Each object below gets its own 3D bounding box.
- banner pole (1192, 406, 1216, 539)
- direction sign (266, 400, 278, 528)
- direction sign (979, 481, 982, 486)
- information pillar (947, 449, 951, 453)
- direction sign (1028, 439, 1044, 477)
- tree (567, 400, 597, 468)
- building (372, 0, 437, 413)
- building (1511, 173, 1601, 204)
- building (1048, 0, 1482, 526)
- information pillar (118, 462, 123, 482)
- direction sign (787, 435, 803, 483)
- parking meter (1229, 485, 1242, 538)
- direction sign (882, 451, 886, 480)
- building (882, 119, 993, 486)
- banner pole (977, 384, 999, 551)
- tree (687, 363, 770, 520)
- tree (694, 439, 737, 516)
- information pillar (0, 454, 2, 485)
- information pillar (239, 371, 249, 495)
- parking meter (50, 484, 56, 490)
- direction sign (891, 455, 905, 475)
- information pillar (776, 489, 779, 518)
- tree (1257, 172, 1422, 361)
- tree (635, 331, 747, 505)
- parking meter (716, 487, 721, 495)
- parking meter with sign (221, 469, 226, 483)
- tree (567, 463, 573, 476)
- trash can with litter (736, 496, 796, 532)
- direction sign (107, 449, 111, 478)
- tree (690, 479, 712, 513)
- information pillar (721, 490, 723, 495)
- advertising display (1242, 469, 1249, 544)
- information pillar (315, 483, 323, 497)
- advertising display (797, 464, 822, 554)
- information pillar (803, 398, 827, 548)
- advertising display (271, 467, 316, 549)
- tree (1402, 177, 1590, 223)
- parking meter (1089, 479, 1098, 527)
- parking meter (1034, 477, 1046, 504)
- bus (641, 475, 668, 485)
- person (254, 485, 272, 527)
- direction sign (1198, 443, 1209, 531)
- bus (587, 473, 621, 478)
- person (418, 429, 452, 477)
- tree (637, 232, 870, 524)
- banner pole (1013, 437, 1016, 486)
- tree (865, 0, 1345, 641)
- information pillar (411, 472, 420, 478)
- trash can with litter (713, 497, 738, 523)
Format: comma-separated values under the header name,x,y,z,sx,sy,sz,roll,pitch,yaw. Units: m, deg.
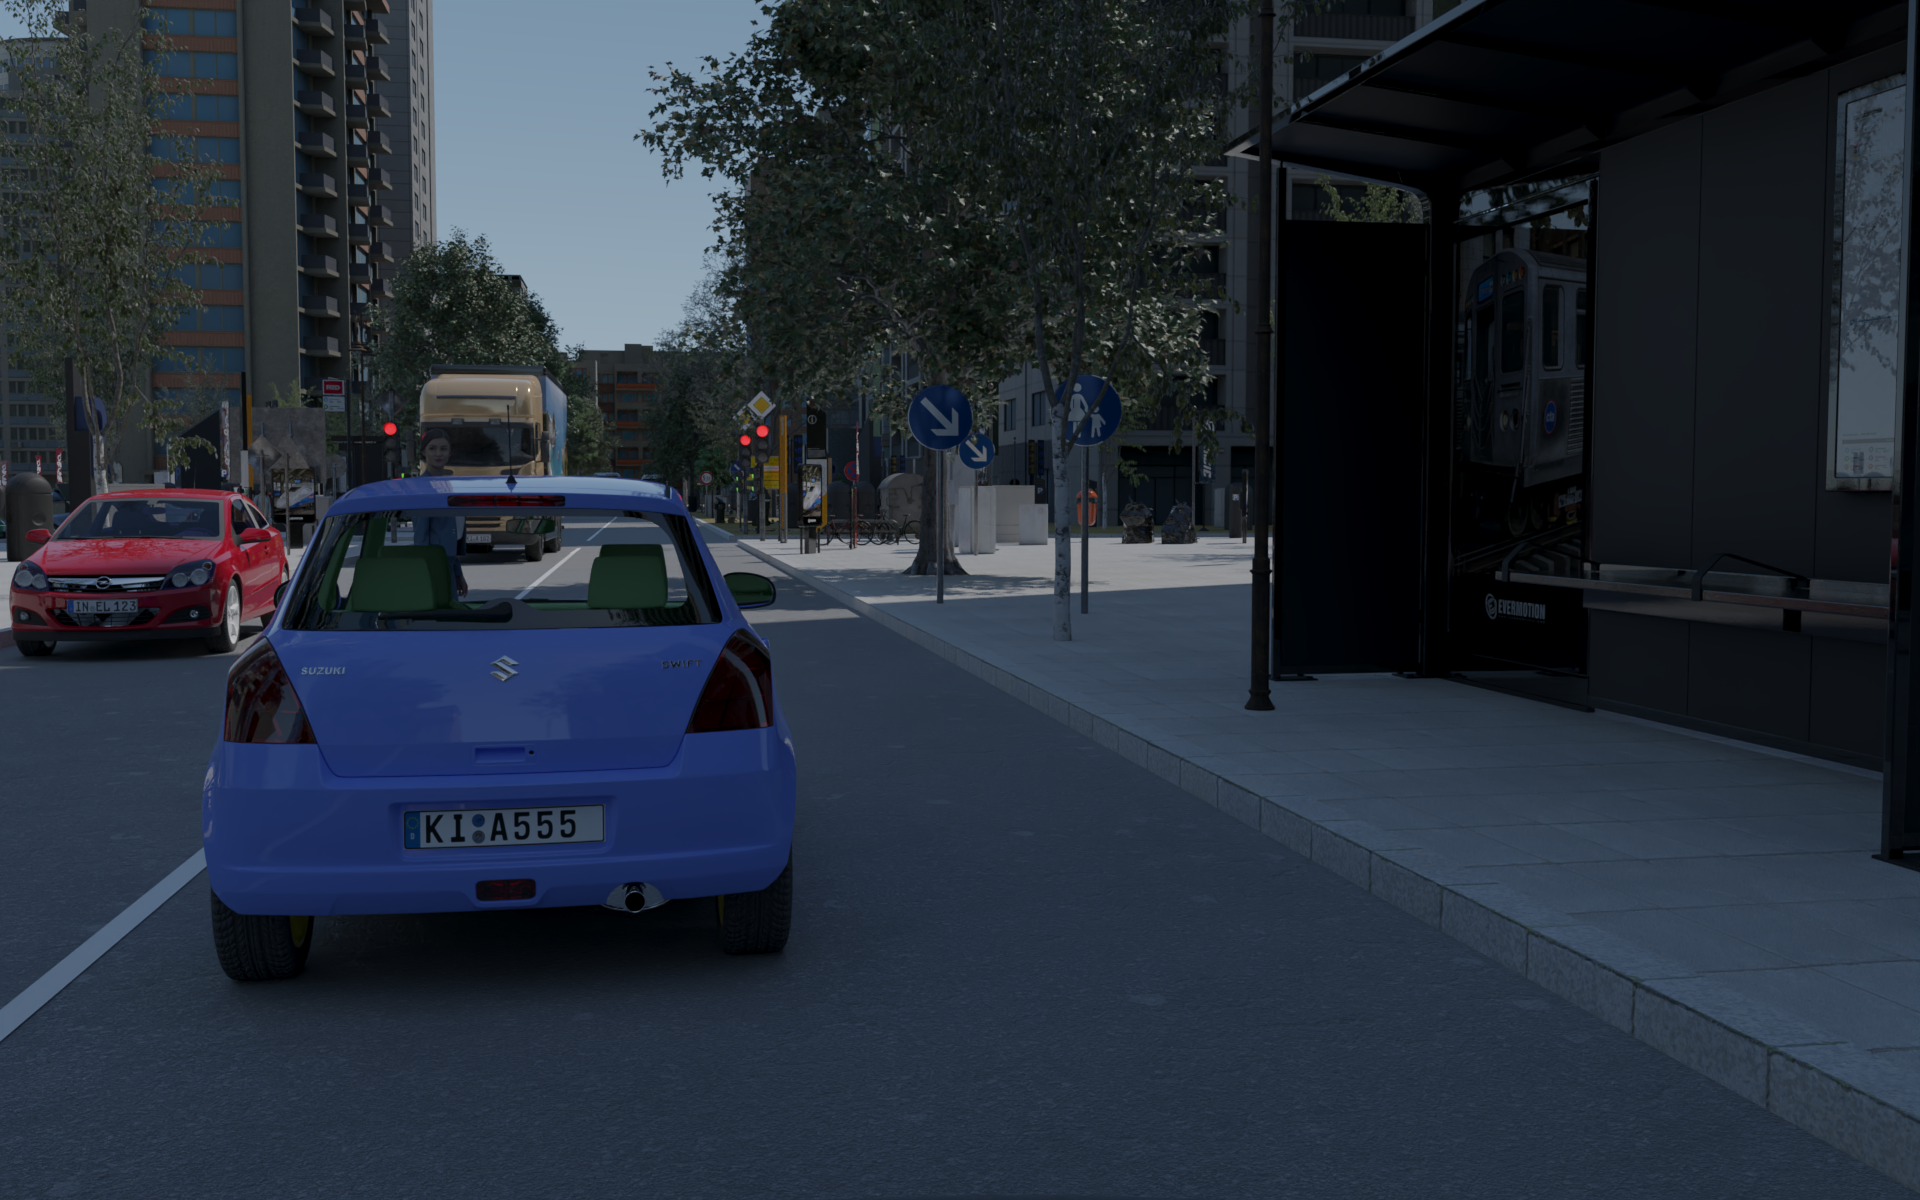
name,x,y,z,sx,sy,sz,roll,pitch,yaw
banner pole,6.880,-3.625,49.281,0.863,3.779,0.401,0,4,3
direction sign,-16.703,-3.066,42.129,0.379,3.537,0.876,-3,4,-38
direction sign,0.486,-3.001,41.071,0.379,3.537,0.876,0,4,5
information pillar,-0.469,-4.829,70.305,0.183,3.616,0.504,-3,4,-38
direction sign,3.169,-4.901,72.135,0.876,3.537,0.379,-3,5,-41
tree,-30.868,-11.970,130.114,7.601,10.594,8.767,-2,4,-27
building,-63.979,-44.930,172.851,20.611,71.187,20.563,-1,4,-10
building,45.225,-33.360,87.442,28.212,58.520,21.231,-1,4,-10
building,13.816,-39.167,78.639,20.611,71.187,20.563,-1,4,-10
information pillar,-59.082,-7.987,121.948,0.504,3.616,0.183,2,4,32
direction sign,-6.453,-4.546,66.331,0.876,3.537,0.379,0,4,7
parking meter,8.017,-2.566,50.371,0.372,1.533,0.369,0,3,0
direction sign,-4.047,-6.080,91.408,0.379,3.537,0.876,0,4,-8
building,4.352,-41.797,121.635,20.563,71.187,20.611,-1,4,-10
banner pole,0.583,-3.026,39.498,0.401,3.779,0.863,-2,4,-29
tree,-11.366,-8.366,87.150,4.360,8.622,3.978,0,3,0
tree,-14.368,-7.318,103.361,4.285,4.588,4.351,0,3,0
information pillar,-56.903,-6.806,102.625,0.504,3.616,0.183,2,4,27
information pillar,-13.736,-2.563,33.257,0.183,3.616,0.504,-2,4,-28
parking meter,-50.905,-5.598,97.240,0.399,1.863,0.255,0,4,-5
direction sign,-3.620,-6.686,101.315,0.876,3.537,0.379,1,4,16
information pillar,-9.683,-5.418,93.069,0.304,2.012,0.304,3,5,41
tree,8.462,-5.324,37.407,4.737,8.622,4.395,0,3,0
tree,-30.925,-20.987,199.032,12.611,20.169,13.585,0,3,0
parking meter,-14.795,-6.136,106.039,0.255,1.863,0.399,-1,4,-16
parking meter with sign,-52.585,-7.729,122.631,1.738,3.016,0.543,2,4,34
tree,-32.604,-9.454,138.283,4.285,4.588,4.351,0,3,0
trash can with litter,-6.762,-2.992,59.972,2.233,1.210,1.678,-1,4,-17
direction sign,-42.780,-5.768,86.309,0.876,3.537,0.379,-1,4,-22
tree,-17.611,-7.663,119.886,1.663,3.219,1.824,0,3,0
information pillar,-17.662,-8.365,128.123,0.183,3.616,0.504,1,4,20
advertising display,7.449,-2.449,45.256,0.123,1.923,0.974,1,4,12
information pillar,-25.029,-3.859,67.594,0.304,2.012,0.304,1,4,18
advertising display,-3.219,-1.955,37.179,0.123,1.923,0.974,1,4,21
information pillar,-3.443,-3.062,41.421,0.504,3.616,0.183,0,4,-2
advertising display,-15.584,-2.159,40.519,0.974,1.923,0.123,-2,4,-34
tree,10.098,-4.968,31.591,4.360,8.622,3.978,0,3,0
parking meter,5.117,-3.757,67.136,0.399,1.863,0.255,2,4,29
parking meter,2.703,-3.232,58.555,0.399,1.863,0.255,0,4,-4
bus,-30.204,-10.751,170.633,2.948,3.499,13.247,-1,4,-11
person,-19.260,-2.347,47.869,0.522,1.701,0.512,3,5,44
direction sign,8.420,-4.141,59.707,0.379,3.537,0.876,3,4,37
bus,-29.958,-9.242,145.959,2.948,3.499,13.247,-1,4,-9
person,-3.197,-0.117,10.441,0.654,1.822,0.581,1,4,20
tree,-8.391,-9.986,73.636,12.009,13.543,11.850,0,3,0
banner pole,2.391,-5.254,75.912,0.401,3.779,0.863,0,4,1
tree,0.933,-3.934,14.681,4.360,8.622,3.978,0,3,0
information pillar,-18.066,-3.260,57.801,0.304,2.012,0.304,2,4,35
trash can with litter,-10.362,-3.981,76.471,1.055,1.170,0.624,0,4,6
